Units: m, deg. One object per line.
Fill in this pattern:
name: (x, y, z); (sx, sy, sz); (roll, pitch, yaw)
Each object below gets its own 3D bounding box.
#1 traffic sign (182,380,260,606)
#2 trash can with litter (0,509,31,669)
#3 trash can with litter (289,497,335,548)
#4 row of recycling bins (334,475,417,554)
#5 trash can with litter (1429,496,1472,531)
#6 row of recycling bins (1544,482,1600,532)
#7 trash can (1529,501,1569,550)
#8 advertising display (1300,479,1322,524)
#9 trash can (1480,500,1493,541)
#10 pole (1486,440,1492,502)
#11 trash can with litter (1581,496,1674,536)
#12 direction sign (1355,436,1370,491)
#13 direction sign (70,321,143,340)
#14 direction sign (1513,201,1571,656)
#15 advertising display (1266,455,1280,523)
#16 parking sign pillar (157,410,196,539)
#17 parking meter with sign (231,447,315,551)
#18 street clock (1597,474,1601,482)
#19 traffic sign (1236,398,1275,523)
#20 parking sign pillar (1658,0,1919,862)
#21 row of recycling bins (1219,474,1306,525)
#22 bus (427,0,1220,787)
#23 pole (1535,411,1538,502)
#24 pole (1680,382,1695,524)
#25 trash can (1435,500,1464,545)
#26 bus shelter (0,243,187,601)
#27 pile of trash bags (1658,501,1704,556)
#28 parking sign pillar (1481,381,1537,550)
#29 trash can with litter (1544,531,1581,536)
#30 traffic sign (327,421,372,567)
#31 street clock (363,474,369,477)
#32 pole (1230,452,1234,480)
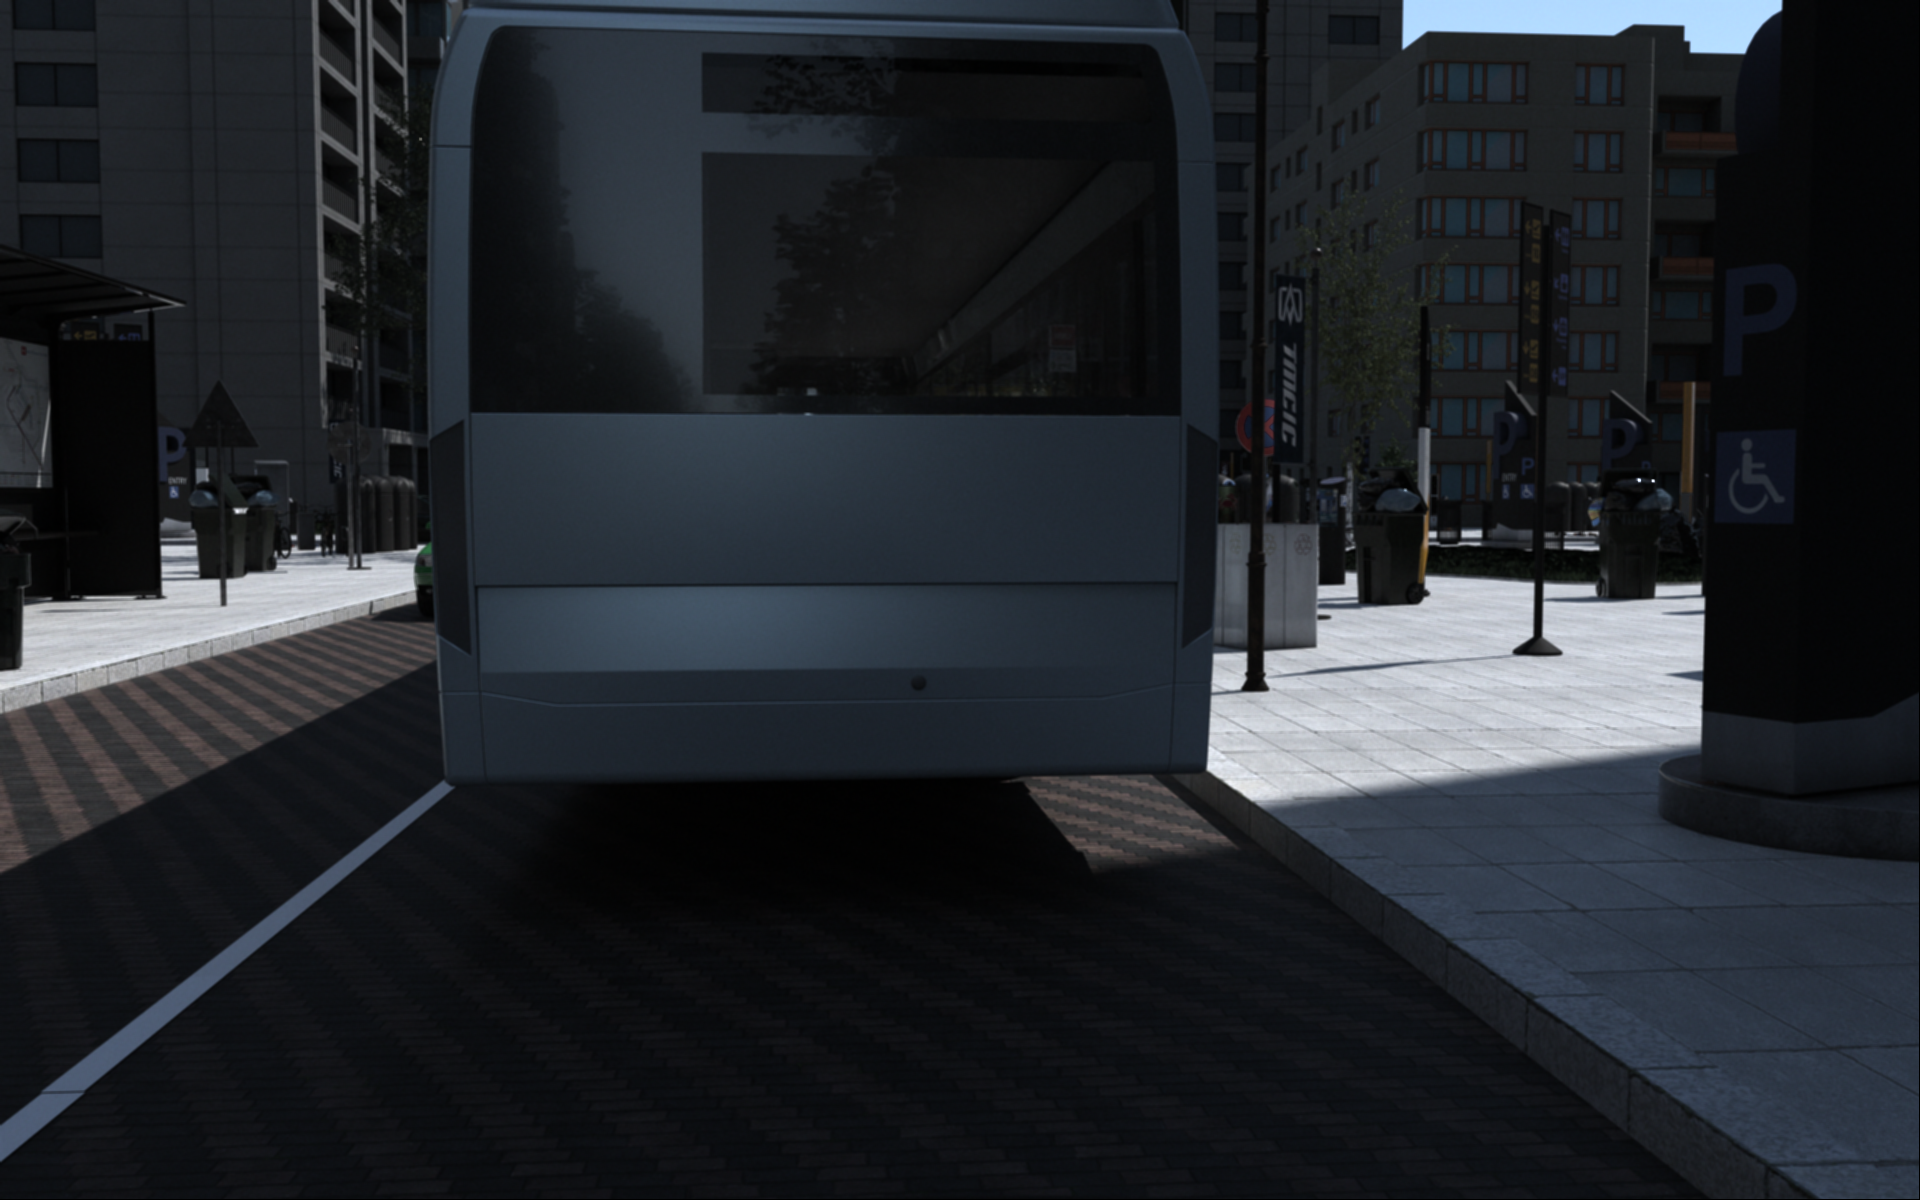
traffic sign: (-8.431, -1.208, 19.758); (0.884, 2.594, 0.081); (0, 4, 0)
trash can with litter: (-7.351, -0.078, 12.669); (1.055, 1.170, 0.624); (1, 4, 19)
trash can with litter: (-15.815, -1.866, 41.572); (2.233, 1.210, 1.678); (0, 4, 4)
row of recycling bins: (-13.040, -1.943, 38.881); (1.069, 1.692, 3.534); (0, 4, 1)
trash can with litter: (16.861, -3.018, 60.398); (1.678, 1.210, 2.233); (0, 4, -6)
row of recycling bins: (21.310, -3.207, 59.551); (3.534, 1.692, 1.069); (-3, 5, -41)
trash can: (11.798, -1.411, 34.725); (0.748, 1.137, 0.748); (0, 3, 0)
advertising display: (14.616, -4.097, 72.199); (0.974, 1.923, 0.123); (-1, 4, -16)
trash can: (13.300, -1.921, 43.062); (0.748, 1.137, 0.748); (0, 3, 0)
pole: (19.961, -4.377, 65.399); (0.158, 3.312, 0.155); (0, 3, 0)
trash can with litter: (15.614, -1.722, 39.216); (1.678, 1.210, 2.233); (-2, 4, -33)
direction sign: (15.785, -4.653, 68.069); (0.379, 3.537, 0.876); (-2, 4, -25)
direction sign: (-11.266, -1.895, 22.974); (0.876, 3.537, 0.379); (-3, 5, -41)
direction sign: (4.634, -1.333, 13.789); (0.379, 3.537, 0.876); (3, 5, 42)
advertising display: (5.029, -1.410, 28.260); (0.123, 1.923, 0.974); (0, 4, -5)
parking sign pillar: (-23.053, -3.787, 50.396); (1.447, 3.967, 1.447); (1, 4, 20)
parking meter with sign: (-15.600, -2.632, 39.299); (1.738, 3.016, 0.543); (-2, 4, -30)
street clock: (23.574, -3.611, 63.614); (0.358, 2.002, 0.471); (3, 5, 43)
traffic sign: (4.045, -1.405, 23.074); (0.768, 2.556, 0.104); (0, 4, 2)
parking sign pillar: (3.493, -1.110, 6.616); (1.447, 3.967, 1.447); (-2, 4, -27)
row of recycling bins: (5.706, -1.783, 36.269); (3.534, 1.692, 1.069); (-3, 4, -37)
bus: (-1.116, -1.059, 12.180); (2.948, 3.499, 13.247); (0, 4, -6)
pole: (14.157, -2.964, 42.309); (0.158, 3.312, 0.155); (0, 3, 0)
pole: (13.272, -2.309, 31.603); (0.158, 3.312, 0.155); (0, 3, 0)
trash can: (12.442, -1.981, 44.039); (0.748, 1.137, 0.748); (0, 3, 0)
bus shelter: (-10.004, -1.637, 18.051); (1.731, 3.624, 6.357); (0, 4, -5)
pile of trash bags: (12.970, -1.159, 28.698); (1.912, 1.369, 3.447); (-1, 4, -16)
parking sign pillar: (12.982, -3.186, 40.558); (1.447, 3.967, 1.447); (-1, 4, -10)
trash can with litter: (18.999, -2.571, 53.086); (2.233, 1.210, 1.678); (2, 4, 31)
traffic sign: (-10.706, -1.852, 30.392); (0.768, 2.556, 0.104); (0, 4, -4)
street clock: (-21.825, -3.616, 63.696); (0.358, 2.002, 0.471); (-1, 4, -18)
pole: (13.295, -5.558, 84.709); (0.158, 3.312, 0.155); (0, 3, 0)
